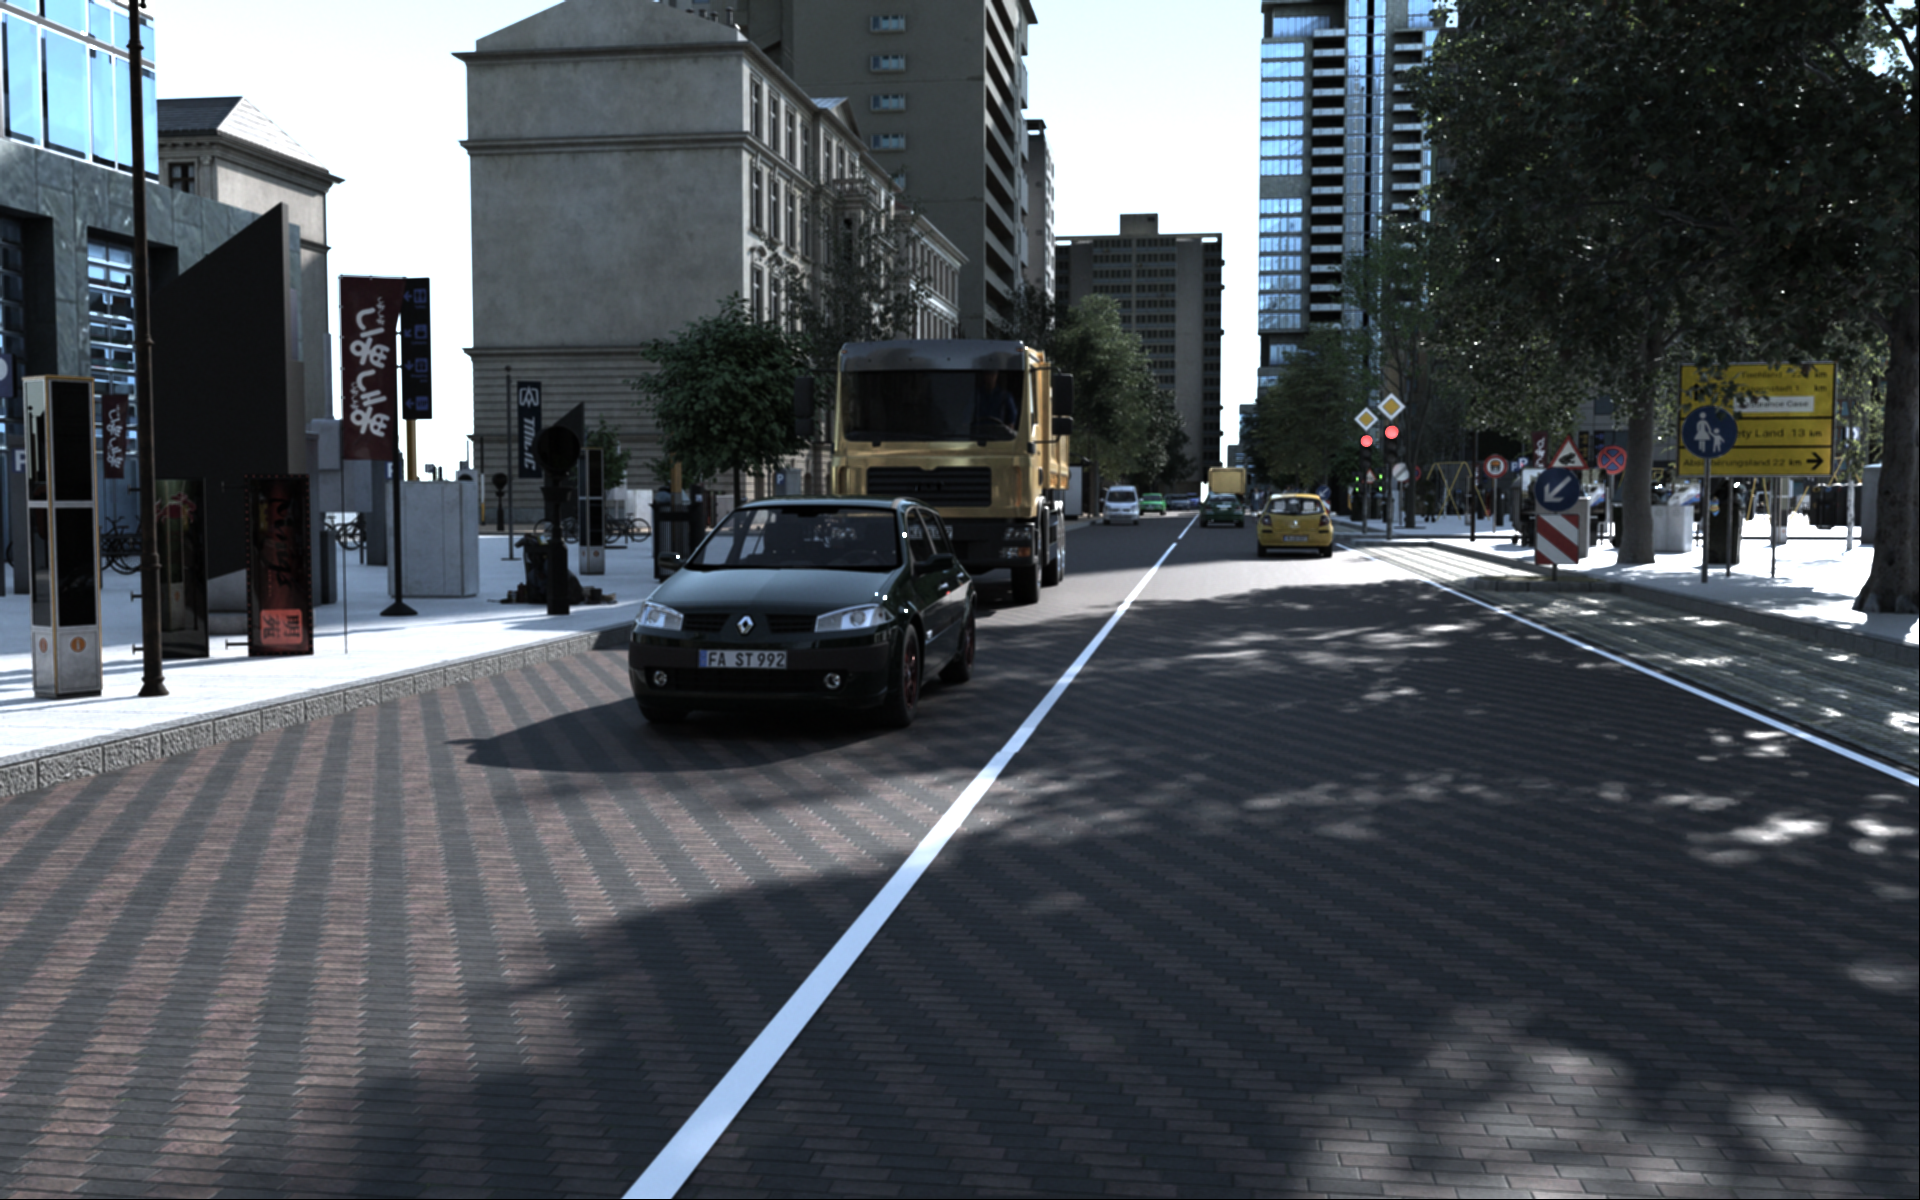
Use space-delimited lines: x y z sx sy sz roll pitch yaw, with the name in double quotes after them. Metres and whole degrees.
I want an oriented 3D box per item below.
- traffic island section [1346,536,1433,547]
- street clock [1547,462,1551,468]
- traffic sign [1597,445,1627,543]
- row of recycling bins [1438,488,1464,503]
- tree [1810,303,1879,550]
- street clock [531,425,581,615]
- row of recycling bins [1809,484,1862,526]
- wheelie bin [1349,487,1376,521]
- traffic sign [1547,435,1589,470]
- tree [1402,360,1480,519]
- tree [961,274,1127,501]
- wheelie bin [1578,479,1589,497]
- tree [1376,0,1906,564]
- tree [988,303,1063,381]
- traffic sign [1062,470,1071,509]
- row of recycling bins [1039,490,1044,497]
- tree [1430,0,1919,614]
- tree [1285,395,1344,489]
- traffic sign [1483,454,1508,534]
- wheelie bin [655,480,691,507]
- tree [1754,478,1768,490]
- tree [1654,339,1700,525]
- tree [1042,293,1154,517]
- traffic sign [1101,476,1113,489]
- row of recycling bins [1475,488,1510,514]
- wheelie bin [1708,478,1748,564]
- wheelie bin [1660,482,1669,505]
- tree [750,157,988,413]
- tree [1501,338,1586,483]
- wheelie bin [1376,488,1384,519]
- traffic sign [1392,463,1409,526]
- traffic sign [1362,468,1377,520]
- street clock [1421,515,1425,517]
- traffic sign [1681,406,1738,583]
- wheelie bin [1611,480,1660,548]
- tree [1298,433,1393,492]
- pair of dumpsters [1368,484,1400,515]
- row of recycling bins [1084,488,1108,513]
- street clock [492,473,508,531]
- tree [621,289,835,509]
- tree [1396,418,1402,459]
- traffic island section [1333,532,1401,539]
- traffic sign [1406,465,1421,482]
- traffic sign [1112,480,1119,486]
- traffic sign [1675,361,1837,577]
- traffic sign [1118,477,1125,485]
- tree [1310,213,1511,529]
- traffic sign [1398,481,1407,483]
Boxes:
11.936 -1.578 48.083 2.009 0.180 2.903 1 4 8 "traffic island section"
13.590 -2.145 39.637 0.358 2.002 0.471 3 4 36 "street clock"
16.935 -2.747 45.012 0.768 2.556 0.104 1 4 14 "traffic sign"
35.491 -7.022 121.917 3.534 1.692 1.069 1 4 12 "row of recycling bins"
20.222 -5.458 39.594 4.360 8.622 3.978 0 3 0 "tree"
-4.283 -0.846 18.407 0.471 2.002 0.358 -2 4 -30 "street clock"
35.879 -3.879 70.530 1.069 1.692 3.534 0 4 -5 "row of recycling bins"
18.814 -4.494 81.386 0.980 1.594 0.693 -1 4 -18 "wheelie bin"
13.330 -2.325 38.017 0.884 2.594 0.081 1 4 16 "traffic sign"
25.488 -8.595 90.887 4.360 8.622 3.978 0 3 0 "tree"
3.667 -8.514 73.619 7.601 10.594 8.767 2 4 32 "tree"
13.098 -1.800 37.339 0.980 1.594 0.693 0 4 -7 "wheelie bin"
12.637 -7.647 31.687 9.857 13.997 8.962 0 3 0 "tree"
1.715 -7.082 66.146 4.360 8.622 3.978 0 3 0 "tree"
4.816 -4.949 81.028 0.768 2.556 0.104 1 4 11 "traffic sign"
4.163 -5.149 91.307 1.069 1.692 3.534 1 4 22 "row of recycling bins"
10.230 -6.207 18.485 9.611 12.733 9.660 0 3 0 "tree"
25.214 -10.464 121.441 4.737 8.622 4.395 0 3 0 "tree"
17.232 -3.406 55.798 0.768 2.556 0.104 1 4 16 "traffic sign"
-6.640 -1.963 40.009 0.693 1.594 0.980 1 4 9 "wheelie bin"
46.288 -9.018 97.801 4.737 8.622 4.395 0 3 0 "tree"
28.499 -7.119 66.765 4.360 8.622 3.978 0 3 0 "tree"
7.369 -11.030 98.464 7.486 12.596 7.792 0 3 0 "tree"
10.274 -7.418 121.283 0.884 2.594 0.081 1 4 12 "traffic sign"
34.598 -6.410 111.917 1.069 1.692 3.534 0 4 -4 "row of recycling bins"
14.119 -1.470 31.940 0.693 1.594 0.980 2 4 32 "wheelie bin"
18.505 -2.308 45.642 0.693 1.594 0.980 0 4 1 "wheelie bin"
-2.310 -5.308 37.154 4.360 8.622 3.978 0 3 0 "tree"
25.441 -7.617 74.900 4.737 8.622 4.395 0 3 0 "tree"
20.943 -4.868 87.505 0.980 1.594 0.693 3 5 41 "wheelie bin"
17.867 -4.285 70.160 0.768 2.556 0.104 1 4 14 "traffic sign"
20.360 -5.265 86.087 0.884 2.594 0.081 1 4 16 "traffic sign"
25.993 -5.663 97.154 0.471 2.002 0.358 2 4 23 "street clock"
10.769 -1.521 24.974 0.768 2.556 0.104 1 4 9 "traffic sign"
15.909 -2.030 41.102 0.693 1.594 0.980 -1 4 -19 "wheelie bin"
21.117 -6.608 91.761 4.285 4.588 4.351 0 3 0 "tree"
24.789 -6.031 101.102 1.574 2.255 4.437 1 4 8 "pair of dumpsters"
8.311 -6.684 116.404 3.534 1.692 1.069 -1 4 -11 "row of recycling bins"
-15.870 -3.377 59.779 0.471 2.002 0.358 -3 4 -38 "street clock"
-3.699 -2.701 27.873 4.285 4.588 4.351 0 3 0 "tree"
33.726 -10.727 125.742 4.360 8.622 3.978 0 3 0 "tree"
13.098 -2.061 55.983 2.009 0.180 2.903 1 4 8 "traffic island section"
19.352 -4.532 74.209 0.768 2.556 0.104 1 4 11 "traffic sign"
11.133 -7.649 125.063 0.884 2.594 0.081 1 4 10 "traffic sign"
12.227 -2.007 26.680 2.265 3.308 0.079 1 4 13 "traffic sign"
12.093 -8.002 130.938 0.768 2.556 0.104 1 4 9 "traffic sign"
16.795 -8.466 64.167 9.928 11.665 9.643 0 3 0 "tree"
20.728 -5.026 82.184 0.884 2.594 0.081 1 4 13 "traffic sign"
